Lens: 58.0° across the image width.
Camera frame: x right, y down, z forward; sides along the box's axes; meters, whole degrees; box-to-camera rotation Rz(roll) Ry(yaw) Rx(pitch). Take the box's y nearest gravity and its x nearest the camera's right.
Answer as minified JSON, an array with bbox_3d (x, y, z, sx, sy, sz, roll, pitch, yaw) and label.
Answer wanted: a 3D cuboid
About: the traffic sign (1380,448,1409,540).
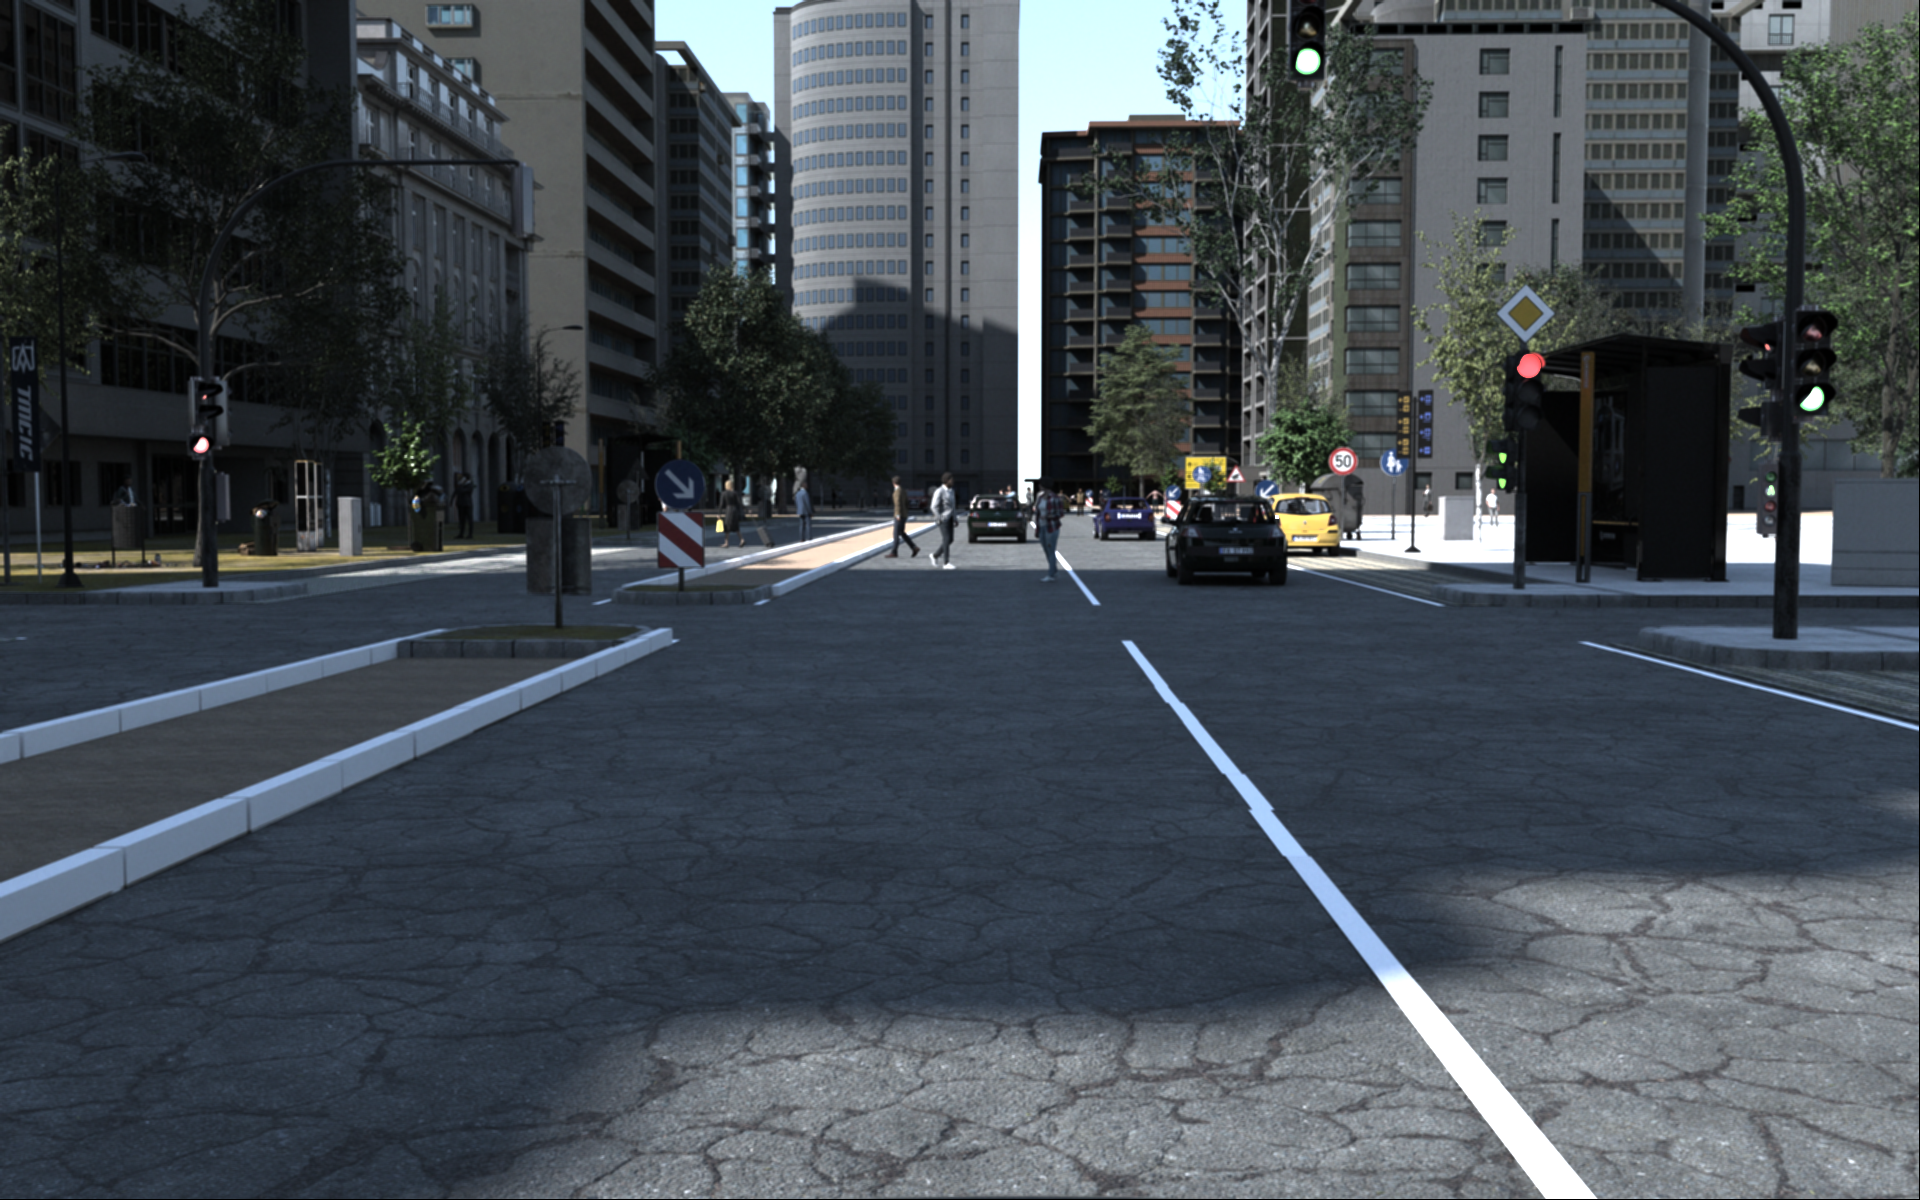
[{"bbox_3d":[12.117,-2.952,48.369,0.768,2.556,0.104,1,4,10],"label":"traffic sign"}]

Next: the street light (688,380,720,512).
[{"bbox_3d":[-10.465,-5.992,70.507,1.470,5.913,1.316,0,4,2],"label":"street light"}]

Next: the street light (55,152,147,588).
[{"bbox_3d":[-11.745,-3.129,23.700,1.470,5.913,1.316,0,4,2],"label":"street light"}]

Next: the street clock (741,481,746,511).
[{"bbox_3d":[-11.629,-5.366,92.302,0.471,2.002,0.358,-1,4,-17],"label":"street clock"}]

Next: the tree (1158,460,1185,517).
[{"bbox_3d":[11.952,-6.263,97.005,1.663,3.219,1.824,0,3,0],"label":"tree"}]

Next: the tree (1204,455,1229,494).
[{"bbox_3d":[12.606,-5.569,85.658,1.663,3.219,1.824,0,3,0],"label":"tree"}]

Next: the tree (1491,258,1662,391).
[{"bbox_3d":[18.645,-6.307,53.489,4.360,8.622,3.978,0,3,0],"label":"tree"}]

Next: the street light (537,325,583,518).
[{"bbox_3d":[-11.063,-4.604,47.816,1.470,5.913,1.316,0,4,2],"label":"street light"}]

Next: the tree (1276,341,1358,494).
[{"bbox_3d":[16.960,-8.183,84.147,4.360,8.622,3.978,0,3,0],"label":"tree"}]

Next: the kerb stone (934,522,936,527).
[{"bbox_3d":[-1.205,-3.102,72.932,0.120,0.150,1.000,0,4,2],"label":"kerb stone"}]

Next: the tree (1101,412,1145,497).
[{"bbox_3d":[13.791,-11.761,142.651,4.737,8.622,4.395,0,3,0],"label":"tree"}]

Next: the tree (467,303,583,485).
[{"bbox_3d":[-17.066,-7.149,67.244,4.360,8.622,3.978,0,3,0],"label":"tree"}]

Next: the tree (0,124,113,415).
[{"bbox_3d":[-19.730,-5.196,35.314,4.737,8.622,4.395,0,3,0],"label":"tree"}]

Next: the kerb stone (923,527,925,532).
[{"bbox_3d":[-1.468,-2.539,63.707,0.120,0.150,1.000,0,4,2],"label":"kerb stone"}]

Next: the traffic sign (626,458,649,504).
[{"bbox_3d":[-11.685,-3.837,62.736,0.884,2.594,0.081,0,4,6],"label":"traffic sign"}]

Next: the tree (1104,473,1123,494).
[{"bbox_3d":[14.124,-10.024,158.489,1.663,3.219,1.824,0,3,0],"label":"tree"}]

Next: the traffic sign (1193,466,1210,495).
[{"bbox_3d":[10.913,-4.792,78.458,0.768,2.556,0.104,0,4,5],"label":"traffic sign"}]

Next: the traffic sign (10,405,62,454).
[{"bbox_3d":[-13.221,-1.534,24.810,0.795,2.593,0.064,0,4,5],"label":"traffic sign"}]

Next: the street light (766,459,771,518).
[{"bbox_3d":[-9.826,-7.380,93.198,1.470,5.913,1.316,0,4,2],"label":"street light"}]

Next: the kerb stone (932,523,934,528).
[{"bbox_3d":[-1.267,-2.976,70.882,0.120,0.150,1.000,0,4,2],"label":"kerb stone"}]

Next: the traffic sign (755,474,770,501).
[{"bbox_3d":[-11.218,-6.020,98.434,0.884,2.594,0.081,1,4,9],"label":"traffic sign"}]

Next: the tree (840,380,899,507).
[{"bbox_3d":[-9.333,-15.515,171.789,7.486,12.596,7.792,0,3,0],"label":"tree"}]

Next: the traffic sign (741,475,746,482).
[{"bbox_3d":[-11.868,-5.608,93.813,0.606,2.300,0.079,1,4,11],"label":"traffic sign"}]

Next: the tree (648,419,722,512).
[{"bbox_3d":[-12.045,-5.607,75.395,4.285,4.588,4.351,0,3,0],"label":"tree"}]

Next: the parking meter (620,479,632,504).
[{"bbox_3d":[-12.208,-3.517,63.218,0.255,1.863,0.399,3,4,38],"label":"parking meter"}]

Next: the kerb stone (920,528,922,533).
[{"bbox_3d":[-1.530,-2.414,61.659,0.120,0.150,1.000,0,4,2],"label":"kerb stone"}]

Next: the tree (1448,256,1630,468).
[{"bbox_3d":[28.661,-10.220,84.105,9.611,12.733,9.660,0,3,0],"label":"tree"}]

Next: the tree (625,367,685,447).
[{"bbox_3d":[-16.283,-8.899,95.867,4.360,8.622,3.978,0,3,0],"label":"tree"}]

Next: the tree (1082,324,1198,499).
[{"bbox_3d":[12.119,-12.125,116.378,7.486,12.596,7.792,0,3,0],"label":"tree"}]

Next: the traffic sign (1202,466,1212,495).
[{"bbox_3d":[11.111,-4.833,79.126,0.768,2.556,0.104,1,4,10],"label":"traffic sign"}]

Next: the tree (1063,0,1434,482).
[{"bbox_3d":[10.756,-12.895,66.716,12.611,20.169,13.585,0,3,0],"label":"tree"}]

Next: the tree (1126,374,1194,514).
[{"bbox_3d":[12.298,-9.488,105.497,4.360,8.622,3.978,0,3,0],"label":"tree"}]

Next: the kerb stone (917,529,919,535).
[{"bbox_3d":[-1.589,-2.287,59.591,0.120,0.150,1.000,0,4,2],"label":"kerb stone"}]

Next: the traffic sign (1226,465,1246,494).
[{"bbox_3d":[12.234,-4.698,76.818,0.884,2.594,0.081,0,4,7],"label":"traffic sign"}]

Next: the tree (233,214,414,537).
[{"bbox_3d":[-16.650,-5.759,44.524,4.360,8.622,3.978,0,3,0],"label":"tree"}]

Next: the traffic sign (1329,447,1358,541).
[{"bbox_3d":[10.364,-2.863,46.913,0.768,2.556,0.104,0,4,7],"label":"traffic sign"}]

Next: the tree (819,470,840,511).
[{"bbox_3d":[-10.169,-10.967,129.673,4.737,8.622,4.395,0,3,0],"label":"tree"}]

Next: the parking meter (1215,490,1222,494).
[{"bbox_3d":[13.430,-4.998,90.132,0.372,1.533,0.369,0,3,0],"label":"parking meter"}]

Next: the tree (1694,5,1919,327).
[{"bbox_3d":[19.651,-6.749,36.096,9.928,11.665,9.643,0,3,0],"label":"tree"}]

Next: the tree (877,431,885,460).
[{"bbox_3d":[-10.835,-11.559,105.995,9.611,12.733,9.660,0,3,0],"label":"tree"}]

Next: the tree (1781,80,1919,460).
[{"bbox_3d":[28.426,-8.705,48.986,9.857,13.997,8.962,0,3,0],"label":"tree"}]

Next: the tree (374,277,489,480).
[{"bbox_3d":[-18.238,-6.669,59.406,4.737,8.622,4.395,0,3,0],"label":"tree"}]

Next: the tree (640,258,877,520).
[{"bbox_3d":[-10.787,-10.223,84.149,9.611,12.733,9.660,0,3,0],"label":"tree"}]

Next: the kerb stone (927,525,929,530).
[{"bbox_3d":[-1.379,-2.727,66.779,0.120,0.150,1.000,0,4,2],"label":"kerb stone"}]

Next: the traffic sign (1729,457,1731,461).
[{"bbox_3d":[11.894,-1.701,27.811,0.884,2.594,0.081,0,4,4],"label":"traffic sign"}]

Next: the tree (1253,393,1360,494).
[{"bbox_3d":[11.349,-4.470,56.804,4.285,4.588,4.351,0,3,0],"label":"tree"}]

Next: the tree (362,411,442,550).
[{"bbox_3d":[-12.804,-2.791,40.227,1.663,3.219,1.824,0,3,0],"label":"tree"}]

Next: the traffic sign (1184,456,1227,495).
[{"bbox_3d":[13.210,-6.073,93.159,2.265,3.308,0.079,0,4,2],"label":"traffic sign"}]

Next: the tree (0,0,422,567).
[{"bbox_3d":[-13.039,-5.864,30.289,7.601,10.594,8.767,-1,4,-13],"label":"tree"}]
